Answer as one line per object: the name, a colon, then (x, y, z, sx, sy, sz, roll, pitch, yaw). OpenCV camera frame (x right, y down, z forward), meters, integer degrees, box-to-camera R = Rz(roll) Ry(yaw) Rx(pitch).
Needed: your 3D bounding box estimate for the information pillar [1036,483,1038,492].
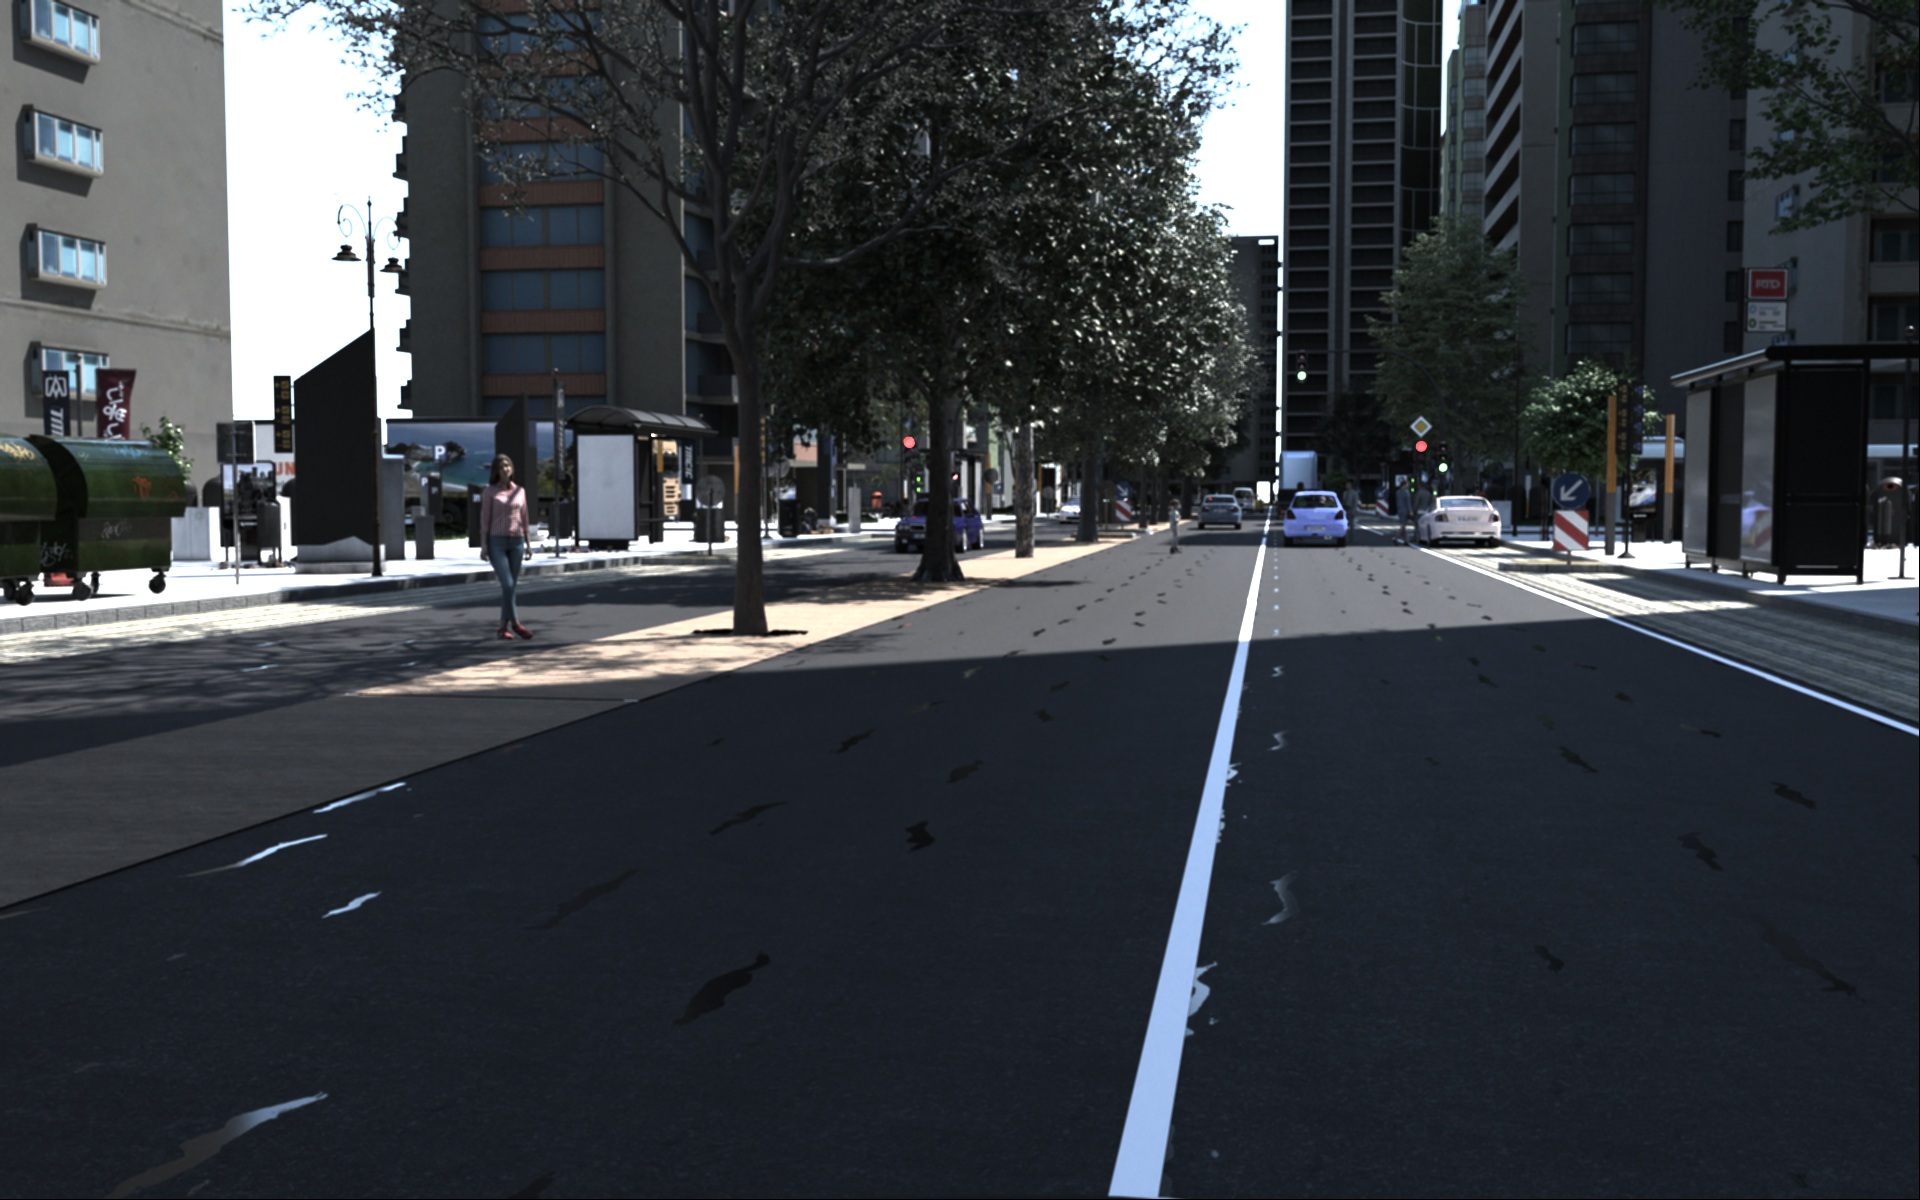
information pillar: (4.908, -6.694, 113.945, 0.304, 2.012, 0.304, -3, 4, -39)

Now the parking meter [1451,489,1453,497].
parking meter: (24.588, -4.748, 86.033, 0.372, 1.533, 0.369, 0, 3, 0)

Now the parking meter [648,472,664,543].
parking meter: (-8.058, -2.454, 45.828, 0.399, 1.863, 0.255, 3, 4, 36)

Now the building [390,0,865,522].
building: (-17.637, -26.830, 93.296, 22.147, 44.769, 28.867, 1, 4, 10)

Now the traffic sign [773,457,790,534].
traffic sign: (-5.775, -3.358, 55.015, 0.768, 2.556, 0.104, 1, 4, 15)

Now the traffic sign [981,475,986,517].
traffic sign: (1.417, -5.697, 95.269, 0.606, 2.300, 0.079, 1, 4, 11)

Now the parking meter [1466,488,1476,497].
parking meter: (23.304, -4.326, 79.135, 0.372, 1.533, 0.369, 0, 3, 0)

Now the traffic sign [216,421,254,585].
traffic sign: (-10.202, -1.362, 24.399, 0.606, 2.300, 0.079, 1, 4, 15)

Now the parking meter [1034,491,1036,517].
parking meter: (4.186, -5.549, 99.143, 0.372, 1.533, 0.369, 0, 3, 0)

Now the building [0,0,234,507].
building: (-34.565, -25.672, 43.441, 21.600, 48.544, 21.300, 1, 4, 10)

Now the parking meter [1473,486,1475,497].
parking meter: (33.439, -6.520, 112.320, 0.255, 1.863, 0.399, -2, 4, -32)

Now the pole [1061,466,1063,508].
pole: (7.328, -7.993, 124.525, 0.158, 3.312, 0.155, 0, 3, 0)

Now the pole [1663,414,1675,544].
pole: (18.184, -3.093, 44.409, 0.158, 3.312, 0.155, 0, 3, 0)

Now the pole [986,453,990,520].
pole: (1.405, -5.658, 86.357, 0.158, 3.312, 0.155, 0, 3, 0)

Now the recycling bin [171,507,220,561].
recycling bin: (-14.745, -1.276, 33.419, 0.722, 1.027, 0.722, -1, 4, -9)

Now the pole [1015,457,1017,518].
pole: (3.005, -5.955, 91.210, 0.158, 3.312, 0.155, 0, 3, 0)

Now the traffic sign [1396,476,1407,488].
traffic sign: (23.884, -5.606, 93.782, 0.606, 2.300, 0.079, 1, 4, 14)

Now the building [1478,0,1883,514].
building: (48.845, -30.414, 120.977, 21.300, 48.544, 21.600, 1, 4, 10)

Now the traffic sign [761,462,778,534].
traffic sign: (-5.912, -3.219, 52.736, 0.768, 2.556, 0.104, 1, 4, 17)

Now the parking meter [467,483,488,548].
parking meter: (-11.536, -2.010, 41.274, 0.372, 1.533, 0.369, 0, 3, 0)

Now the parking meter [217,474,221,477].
parking meter: (-21.704, -2.768, 50.974, 0.255, 1.863, 0.399, -1, 4, -8)

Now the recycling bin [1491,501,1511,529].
recycling bin: (20.207, -3.190, 64.716, 0.722, 1.027, 0.722, 1, 4, 16)

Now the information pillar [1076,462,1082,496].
information pillar: (8.589, -8.144, 124.510, 0.504, 3.616, 0.183, 3, 4, 37)

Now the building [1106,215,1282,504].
building: (33.149, -33.814, 244.733, 23.993, 40.220, 32.217, 1, 4, 10)

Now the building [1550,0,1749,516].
building: (39.386, -19.721, 94.140, 14.160, 30.474, 14.107, 1, 4, 10)

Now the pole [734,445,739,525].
pole: (-9.363, -4.827, 72.758, 0.158, 3.312, 0.155, 0, 3, 0)

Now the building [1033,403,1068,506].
building: (-1.079, -37.073, 195.375, 27.495, 52.752, 28.713, 1, 4, 10)

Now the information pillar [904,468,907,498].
information pillar: (-3.261, -6.845, 103.272, 0.183, 3.616, 0.504, 0, 4, 7)

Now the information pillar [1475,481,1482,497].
information pillar: (29.710, -5.791, 99.168, 0.304, 2.012, 0.304, -2, 4, -28)

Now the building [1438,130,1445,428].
building: (78.896, -39.418, 233.718, 27.495, 52.752, 28.713, 1, 4, 10)

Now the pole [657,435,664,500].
pole: (-10.179, -3.974, 58.817, 0.158, 3.312, 0.155, 0, 3, 0)

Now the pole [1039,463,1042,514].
pole: (5.186, -7.235, 112.135, 0.158, 3.312, 0.155, 0, 3, 0)

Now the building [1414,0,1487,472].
building: (61.098, -53.177, 182.118, 22.319, 86.520, 31.000, 1, 4, 10)

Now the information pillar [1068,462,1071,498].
information pillar: (7.890, -8.176, 125.027, 0.183, 3.616, 0.504, 1, 4, 18)

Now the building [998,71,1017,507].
building: (-5.466, -51.598, 156.291, 22.319, 86.520, 31.000, 1, 4, 10)

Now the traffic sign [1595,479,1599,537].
traffic sign: (19.194, -3.182, 52.133, 0.768, 2.556, 0.104, 1, 4, 18)

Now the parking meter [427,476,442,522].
parking meter: (-16.738, -3.026, 55.187, 0.399, 1.863, 0.255, -2, 4, -26)

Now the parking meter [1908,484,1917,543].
parking meter: (24.996, -2.279, 45.669, 0.372, 1.533, 0.369, 0, 3, 0)

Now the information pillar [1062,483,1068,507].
information pillar: (7.044, -6.835, 116.243, 0.304, 2.012, 0.304, -1, 4, -21)

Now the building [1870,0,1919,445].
building: (46.222, -27.557, 74.262, 21.600, 48.544, 21.300, 1, 4, 10)

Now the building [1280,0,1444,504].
building: (53.951, -48.639, 233.507, 20.611, 71.187, 20.563, 1, 4, 10)

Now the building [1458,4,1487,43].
building: (49.316, -28.396, 147.865, 14.154, 41.232, 14.086, 1, 4, 10)

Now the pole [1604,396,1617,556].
pole: (13.544, -2.579, 36.014, 0.158, 3.312, 0.155, 0, 3, 0)

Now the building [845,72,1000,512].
building: (-5.092, -27.025, 125.449, 14.154, 41.232, 14.086, 1, 4, 10)

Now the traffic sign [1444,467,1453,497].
traffic sign: (23.435, -5.061, 82.860, 0.768, 2.556, 0.104, 1, 4, 13)

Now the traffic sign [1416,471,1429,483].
traffic sign: (25.495, -5.847, 95.709, 0.768, 2.556, 0.104, 1, 4, 14)

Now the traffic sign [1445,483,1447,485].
traffic sign: (27.428, -6.013, 98.421, 0.768, 2.556, 0.104, 1, 4, 11)

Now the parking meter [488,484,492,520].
parking meter: (-11.654, -2.129, 43.219, 0.372, 1.533, 0.369, 0, 3, 0)

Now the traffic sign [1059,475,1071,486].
traffic sign: (7.227, -7.318, 119.647, 0.884, 2.594, 0.081, 1, 4, 17)

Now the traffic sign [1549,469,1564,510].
traffic sign: (16.836, -2.959, 48.375, 0.884, 2.594, 0.081, 1, 4, 11)

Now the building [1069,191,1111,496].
building: (9.585, -37.833, 242.276, 21.600, 48.544, 21.300, 1, 4, 10)

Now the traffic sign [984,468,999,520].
traffic sign: (1.540, -5.229, 85.597, 0.768, 2.556, 0.104, 1, 4, 15)
